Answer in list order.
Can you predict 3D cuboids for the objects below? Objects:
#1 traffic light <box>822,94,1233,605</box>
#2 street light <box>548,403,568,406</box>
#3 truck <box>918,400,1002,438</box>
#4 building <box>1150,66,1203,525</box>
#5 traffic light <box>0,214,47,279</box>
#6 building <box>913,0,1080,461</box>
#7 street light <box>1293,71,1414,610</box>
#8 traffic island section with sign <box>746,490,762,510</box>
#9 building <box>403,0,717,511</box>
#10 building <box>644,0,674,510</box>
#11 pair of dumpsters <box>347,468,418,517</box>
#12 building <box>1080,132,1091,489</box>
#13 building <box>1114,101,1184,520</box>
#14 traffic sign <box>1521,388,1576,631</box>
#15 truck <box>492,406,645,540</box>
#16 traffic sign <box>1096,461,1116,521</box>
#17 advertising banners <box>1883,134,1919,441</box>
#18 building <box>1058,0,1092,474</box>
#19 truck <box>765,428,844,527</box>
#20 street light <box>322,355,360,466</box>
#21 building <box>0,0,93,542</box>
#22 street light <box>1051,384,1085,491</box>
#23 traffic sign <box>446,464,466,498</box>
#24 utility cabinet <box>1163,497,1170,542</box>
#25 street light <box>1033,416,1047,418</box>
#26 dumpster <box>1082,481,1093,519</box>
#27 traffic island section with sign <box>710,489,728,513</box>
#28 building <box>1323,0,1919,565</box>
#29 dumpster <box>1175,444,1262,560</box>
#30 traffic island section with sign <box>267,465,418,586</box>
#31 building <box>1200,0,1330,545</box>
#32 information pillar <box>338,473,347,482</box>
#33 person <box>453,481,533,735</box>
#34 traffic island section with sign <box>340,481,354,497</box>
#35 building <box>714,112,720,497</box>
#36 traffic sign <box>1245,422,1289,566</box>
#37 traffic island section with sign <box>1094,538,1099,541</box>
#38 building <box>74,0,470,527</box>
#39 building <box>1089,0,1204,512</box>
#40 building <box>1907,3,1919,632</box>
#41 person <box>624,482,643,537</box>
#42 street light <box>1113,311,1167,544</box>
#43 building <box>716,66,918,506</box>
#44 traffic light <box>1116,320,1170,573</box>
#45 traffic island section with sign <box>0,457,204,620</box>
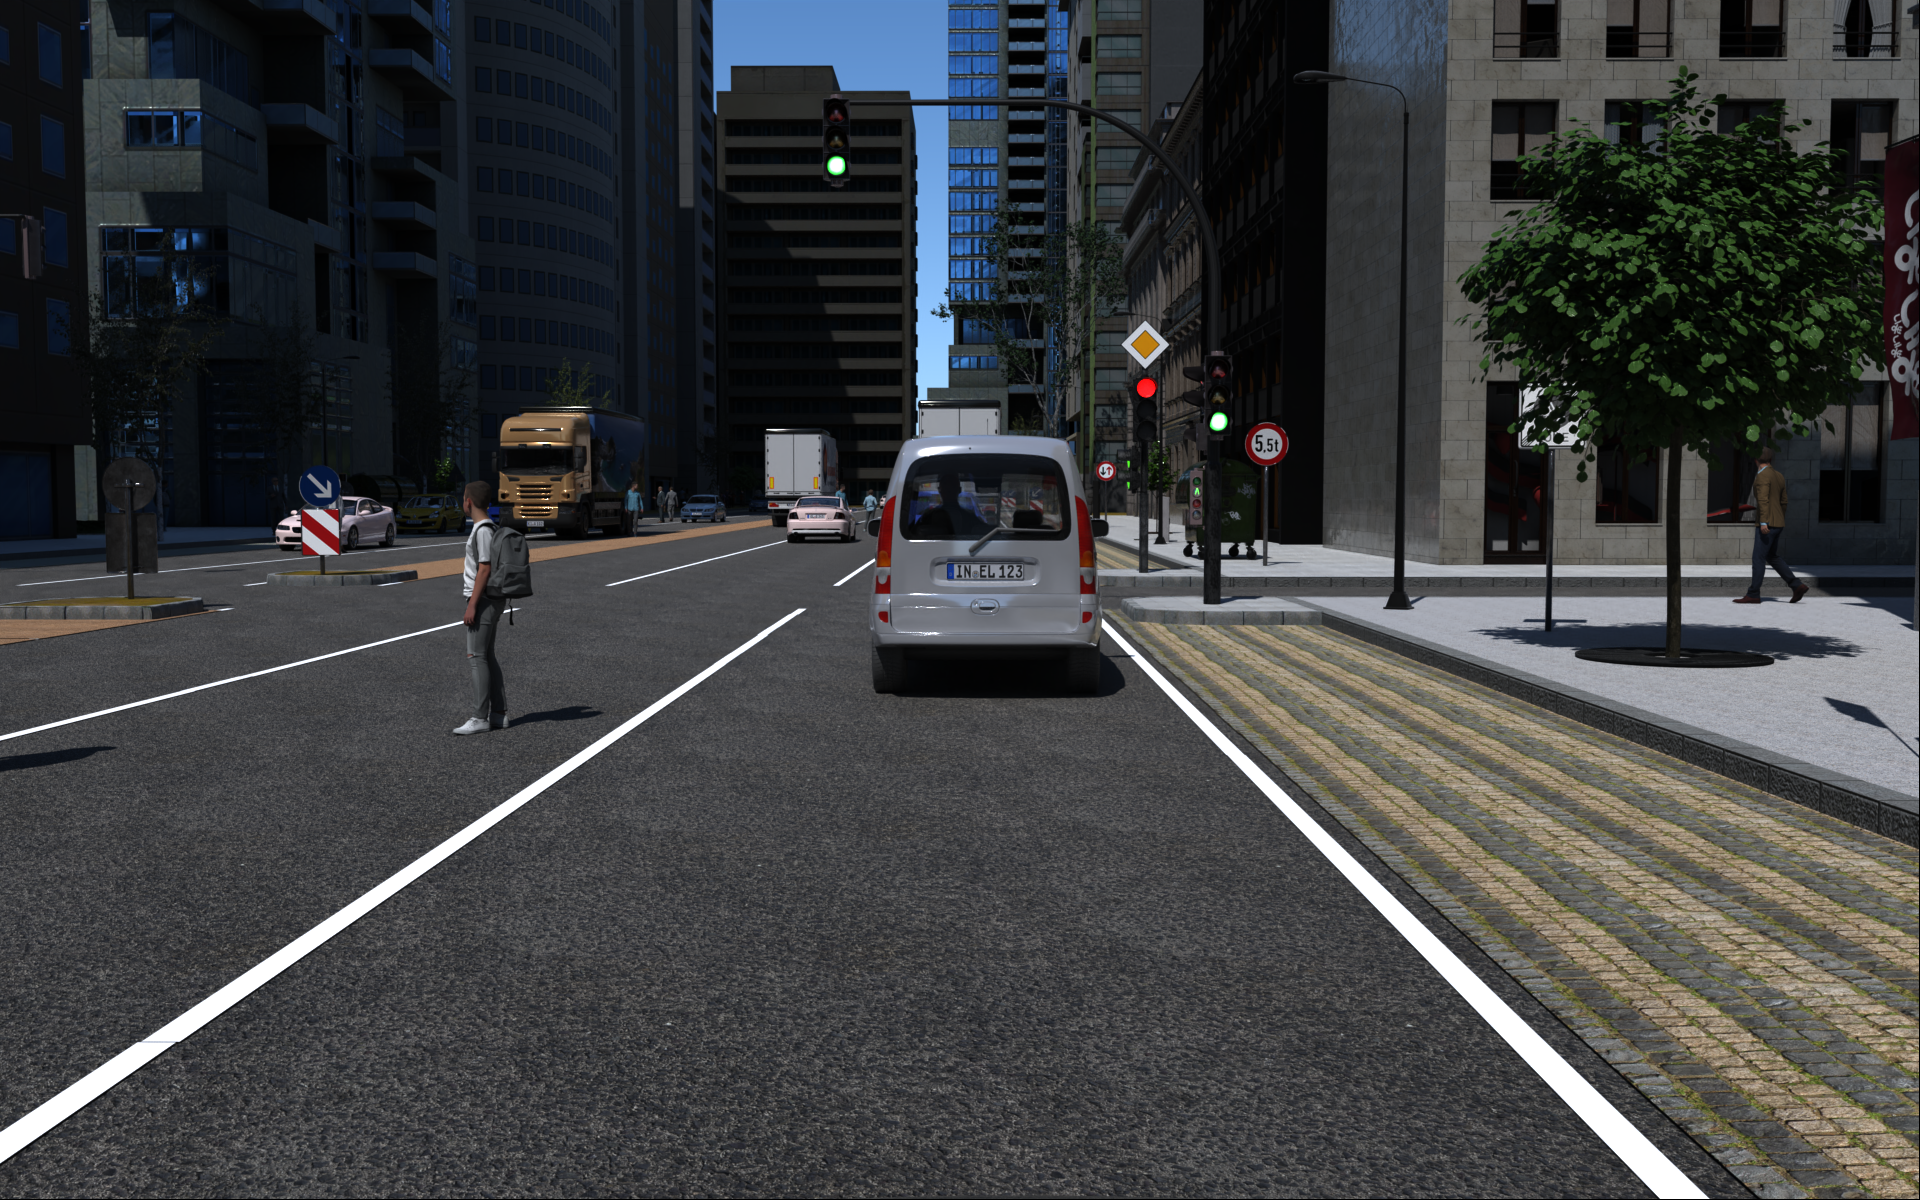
[{"bbox_3d":[0.822,-2.772,19.990,4.771,5.953,1.251,0,4,0],"label":"traffic light"},{"bbox_3d":[-20.570,-7.063,88.018,1.470,5.913,1.316,0,4,0],"label":"street light"},{"bbox_3d":[0.133,-4.181,57.278,2.839,4.237,11.283,0,4,2],"label":"truck"},{"bbox_3d":[13.851,-12.526,69.426,10.561,19.102,19.286,0,4,0],"label":"building"},{"bbox_3d":[-17.396,-3.278,28.266,4.771,5.953,1.251,0,4,0],"label":"traffic light"},{"bbox_3d":[10.404,-54.191,198.702,31.000,86.520,22.319,0,4,0],"label":"building"},{"bbox_3d":[4.362,-2.853,19.187,1.470,5.913,1.316,0,4,0],"label":"street light"},{"bbox_3d":[-18.282,-9.084,157.158,1.989,1.847,2.006,0,4,0],"label":"traffic island section with sign"},{"bbox_3d":[-38.019,-38.095,164.845,28.212,58.520,21.231,0,4,0],"label":"building"},{"bbox_3d":[-30.898,-29.876,138.578,14.600,45.320,14.200,0,4,0],"label":"building"},{"bbox_3d":[-21.366,-3.746,63.747,1.574,2.255,4.437,0,4,0],"label":"pair of dumpsters"},{"bbox_3d":[16.752,-22.605,141.288,14.160,30.474,14.107,0,4,0],"label":"building"},{"bbox_3d":[15.682,-15.239,90.959,13.314,21.916,24.055,0,4,0],"label":"building"},{"bbox_3d":[5.493,-0.855,16.108,0.606,2.300,0.079,1,4,10],"label":"traffic sign"},{"bbox_3d":[-12.817,-4.199,57.567,2.839,4.237,11.283,0,4,1],"label":"truck"},{"bbox_3d":[5.612,-4.065,66.570,0.768,2.556,0.104,0,4,5],"label":"traffic sign"},{"bbox_3d":[4.657,-0.709,7.783,0.090,3.025,2.074,0,4,1],"label":"advertising banners"},{"bbox_3d":[24.062,-35.004,161.562,28.713,52.752,27.495,0,4,0],"label":"building"},{"bbox_3d":[-7.084,-5.545,79.574,2.839,4.237,11.283,0,4,0],"label":"truck"},{"bbox_3d":[-20.796,-5.237,58.171,1.470,5.913,1.316,0,4,0],"label":"street light"},{"bbox_3d":[-32.268,-23.989,42.324,14.600,45.320,14.200,0,4,0],"label":"building"},{"bbox_3d":[4.722,-6.166,73.351,1.470,5.913,1.316,0,4,0],"label":"street light"},{"bbox_3d":[-21.486,-4.518,73.876,0.884,2.594,0.081,0,4,5],"label":"traffic sign"},{"bbox_3d":[5.492,-2.162,46.517,0.306,1.237,1.020,0,4,7],"label":"utility cabinet"},{"bbox_3d":[5.012,-7.952,102.558,1.470,5.913,1.316,0,4,0],"label":"street light"},{"bbox_3d":[5.471,-4.455,78.596,1.264,1.857,1.865,0,4,0],"label":"dumpster"},{"bbox_3d":[-18.474,-7.436,130.204,1.989,1.847,2.006,0,4,0],"label":"traffic island section with sign"},{"bbox_3d":[17.086,-11.070,35.745,16.860,20.320,10.420,0,4,0],"label":"building"},{"bbox_3d":[5.143,-1.953,34.424,1.502,2.255,1.985,0,4,0],"label":"dumpster"},{"bbox_3d":[-10.086,-1.213,27.969,2.006,1.907,1.989,0,4,0],"label":"traffic island section with sign"},{"bbox_3d":[14.330,-13.536,50.999,12.332,23.373,15.834,0,4,0],"label":"building"},{"bbox_3d":[-21.593,-3.431,60.596,0.304,2.012,0.304,-1,4,-20],"label":"information pillar"},{"bbox_3d":[-2.890,0.036,10.510,0.523,1.515,0.503,-3,4,-37],"label":"person"},{"bbox_3d":[-19.024,-2.713,52.981,1.989,1.847,2.006,0,4,0],"label":"traffic island section with sign"},{"bbox_3d":[-34.125,-33.503,197.881,14.200,45.320,14.600,0,4,0],"label":"building"},{"bbox_3d":[5.452,-1.881,30.866,0.768,2.556,0.104,0,4,2],"label":"traffic sign"},{"bbox_3d":[3.194,-2.709,52.916,1.989,1.847,2.006,0,4,0],"label":"traffic island section with sign"},{"bbox_3d":[-36.458,-46.931,79.993,22.319,86.520,31.000,0,4,0],"label":"building"},{"bbox_3d":[16.422,-27.072,126.220,14.154,41.232,14.086,0,4,0],"label":"building"},{"bbox_3d":[15.086,-13.263,4.243,14.401,28.519,23.554,0,4,0],"label":"building"},{"bbox_3d":[-10.802,-2.995,57.331,0.638,1.841,0.748,-1,4,-12],"label":"person"},{"bbox_3d":[4.583,-4.379,44.135,1.470,5.913,1.316,0,4,0],"label":"street light"},{"bbox_3d":[-15.896,-35.250,200.044,21.600,48.544,21.300,0,4,0],"label":"building"},{"bbox_3d":[2.972,-2.396,28.101,0.839,4.253,0.868,0,4,0],"label":"traffic light"},{"bbox_3d":[-10.148,-0.760,20.562,2.006,1.907,1.989,0,4,0],"label":"traffic island section with sign"}]
